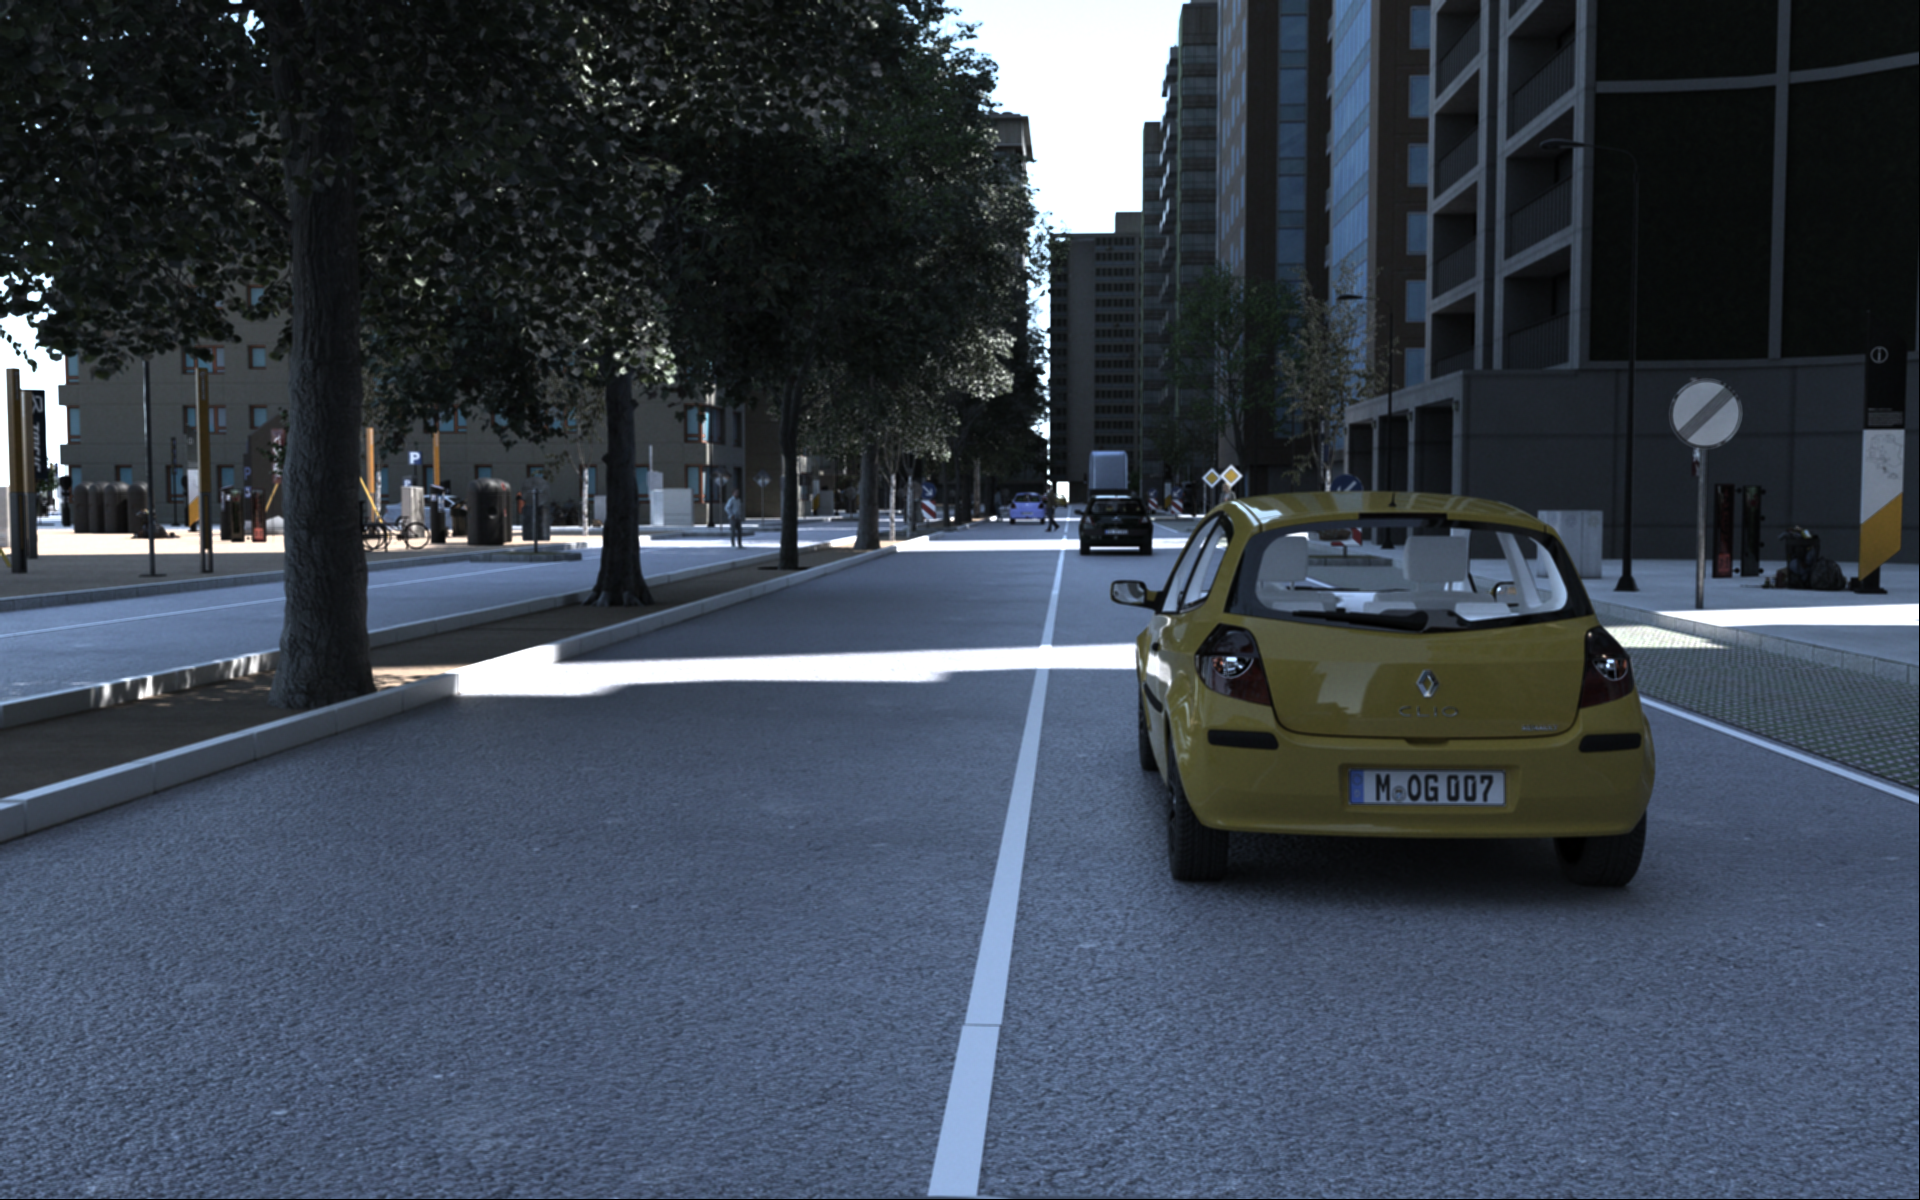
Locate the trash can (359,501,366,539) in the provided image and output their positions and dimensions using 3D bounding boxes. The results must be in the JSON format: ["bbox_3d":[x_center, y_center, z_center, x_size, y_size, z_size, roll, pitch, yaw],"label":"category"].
[{"bbox_3d":[-13.077,-1.551,37.009,0.748,1.137,0.748,0,3,0],"label":"trash can"}]

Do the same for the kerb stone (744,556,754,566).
[{"bbox_3d":[-4.310,-0.751,34.546,0.120,0.150,1.000,0,4,4],"label":"kerb stone"}]

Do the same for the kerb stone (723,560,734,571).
[{"bbox_3d":[-4.442,-0.627,32.493,0.120,0.150,1.000,0,4,4],"label":"kerb stone"}]

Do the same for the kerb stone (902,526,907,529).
[{"bbox_3d":[-2.091,-2.851,68.814,0.120,0.150,1.000,0,4,4],"label":"kerb stone"}]

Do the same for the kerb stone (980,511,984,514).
[{"bbox_3d":[1.764,-6.484,128.208,0.120,0.150,1.000,0,4,4],"label":"kerb stone"}]

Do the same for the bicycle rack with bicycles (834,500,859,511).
[{"bbox_3d":[-8.217,-7.248,131.882,2.852,0.926,2.925,3,4,38],"label":"bicycle rack with bicycles"}]

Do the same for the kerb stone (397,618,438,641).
[{"bbox_3d":[-5.440,0.308,17.157,0.120,0.150,1.000,0,4,4],"label":"kerb stone"}]

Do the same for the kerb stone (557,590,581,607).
[{"bbox_3d":[-5.107,0.005,22.258,0.120,0.150,1.000,0,4,4],"label":"kerb stone"}]

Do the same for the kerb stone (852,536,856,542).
[{"bbox_3d":[-3.250,-1.750,50.890,0.120,0.150,1.000,0,4,4],"label":"kerb stone"}]

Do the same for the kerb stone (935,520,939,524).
[{"bbox_3d":[-1.229,-3.666,82.129,0.120,0.150,1.000,0,4,4],"label":"kerb stone"}]

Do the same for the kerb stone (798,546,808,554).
[{"bbox_3d":[-3.849,-1.190,41.694,0.120,0.150,1.000,0,4,4],"label":"kerb stone"}]

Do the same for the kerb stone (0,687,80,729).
[{"bbox_3d":[-5.840,0.683,11.021,0.120,0.150,1.000,0,4,4],"label":"kerb stone"}]

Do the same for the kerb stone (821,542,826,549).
[{"bbox_3d":[-3.649,-1.378,44.753,0.120,0.150,1.000,0,4,4],"label":"kerb stone"}]

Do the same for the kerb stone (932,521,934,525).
[{"bbox_3d":[-1.420,-3.477,79.051,0.120,0.150,1.000,0,4,4],"label":"kerb stone"}]

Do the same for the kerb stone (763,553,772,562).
[{"bbox_3d":[-4.174,-0.880,36.585,0.120,0.150,1.000,0,4,4],"label":"kerb stone"}]

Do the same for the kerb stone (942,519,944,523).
[{"bbox_3d":[-1.027,-3.854,85.211,0.120,0.150,1.000,0,4,4],"label":"kerb stone"}]

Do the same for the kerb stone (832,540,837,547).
[{"bbox_3d":[-3.524,-1.503,46.797,0.120,0.150,1.000,0,4,4],"label":"kerb stone"}]

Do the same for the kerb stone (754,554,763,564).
[{"bbox_3d":[-4.241,-0.815,35.565,0.120,0.150,1.000,0,4,4],"label":"kerb stone"}]

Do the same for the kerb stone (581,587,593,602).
[{"bbox_3d":[-5.041,-0.063,23.290,0.120,0.150,1.000,0,4,4],"label":"kerb stone"}]

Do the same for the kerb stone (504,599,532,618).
[{"bbox_3d":[-5.246,0.125,20.217,0.120,0.150,1.000,0,4,4],"label":"kerb stone"}]

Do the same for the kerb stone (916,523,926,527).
[{"bbox_3d":[-1.688,-3.227,74.962,0.120,0.150,1.000,0,4,4],"label":"kerb stone"}]

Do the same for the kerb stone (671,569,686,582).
[{"bbox_3d":[-4.705,-0.374,28.397,0.120,0.150,1.000,0,4,4],"label":"kerb stone"}]

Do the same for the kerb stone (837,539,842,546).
[{"bbox_3d":[-3.448,-1.567,47.819,0.120,0.150,1.000,0,4,4],"label":"kerb stone"}]

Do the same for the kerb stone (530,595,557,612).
[{"bbox_3d":[-5.177,0.059,21.238,0.120,0.150,1.000,0,4,4],"label":"kerb stone"}]

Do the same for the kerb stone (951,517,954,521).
[{"bbox_3d":[-0.362,-4.476,95.480,0.120,0.150,1.000,0,4,4],"label":"kerb stone"}]

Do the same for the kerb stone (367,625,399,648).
[{"bbox_3d":[-5.506,0.374,16.138,0.120,0.150,1.000,0,4,4],"label":"kerb stone"}]

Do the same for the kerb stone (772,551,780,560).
[{"bbox_3d":[-4.109,-0.941,37.605,0.120,0.150,1.000,0,4,4],"label":"kerb stone"}]

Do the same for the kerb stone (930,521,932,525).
[{"bbox_3d":[-1.490,-3.415,78.025,0.120,0.150,1.000,0,4,4],"label":"kerb stone"}]

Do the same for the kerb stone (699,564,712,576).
[{"bbox_3d":[-4.578,-0.505,30.450,0.120,0.150,1.000,0,4,4],"label":"kerb stone"}]

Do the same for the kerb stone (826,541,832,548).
[{"bbox_3d":[-3.585,-1.441,45.776,0.120,0.150,1.000,0,4,4],"label":"kerb stone"}]

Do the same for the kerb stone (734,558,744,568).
[{"bbox_3d":[-4.379,-0.689,33.513,0.120,0.150,1.000,0,4,4],"label":"kerb stone"}]

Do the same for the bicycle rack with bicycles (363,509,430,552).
[{"bbox_3d":[-13.804,-1.585,39.301,2.925,0.926,2.852,0,4,-2],"label":"bicycle rack with bicycles"}]

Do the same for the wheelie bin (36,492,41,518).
[{"bbox_3d":[-51.617,-5.422,96.551,0.980,1.594,0.693,0,4,-3],"label":"wheelie bin"}]

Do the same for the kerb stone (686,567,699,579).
[{"bbox_3d":[-4.645,-0.442,29.419,0.120,0.150,1.000,0,4,4],"label":"kerb stone"}]

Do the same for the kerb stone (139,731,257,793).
[{"bbox_3d":[-3.881,0.819,8.798,0.120,0.150,1.000,0,4,4],"label":"kerb stone"}]

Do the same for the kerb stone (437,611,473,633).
[{"bbox_3d":[-5.370,0.247,18.177,0.120,0.150,1.000,0,4,4],"label":"kerb stone"}]

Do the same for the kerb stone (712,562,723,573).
[{"bbox_3d":[-4.506,-0.567,31.473,0.120,0.150,1.000,0,4,4],"label":"kerb stone"}]

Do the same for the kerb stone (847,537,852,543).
[{"bbox_3d":[-3.316,-1.691,49.859,0.120,0.150,1.000,0,4,4],"label":"kerb stone"}]

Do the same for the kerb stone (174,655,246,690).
[{"bbox_3d":[-5.700,0.559,13.063,0.120,0.150,1.000,0,4,4],"label":"kerb stone"}]

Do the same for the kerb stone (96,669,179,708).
[{"bbox_3d":[-5.761,0.621,12.040,0.120,0.150,1.000,0,4,4],"label":"kerb stone"}]

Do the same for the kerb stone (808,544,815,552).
[{"bbox_3d":[-3.781,-1.250,42.714,0.120,0.150,1.000,0,4,4],"label":"kerb stone"}]

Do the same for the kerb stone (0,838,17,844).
[{"bbox_3d":[-4.010,0.954,6.755,0.120,0.150,1.000,0,4,4],"label":"kerb stone"}]

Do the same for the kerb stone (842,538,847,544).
[{"bbox_3d":[-3.382,-1.627,48.839,0.120,0.150,1.000,0,4,4],"label":"kerb stone"}]

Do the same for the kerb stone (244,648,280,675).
[{"bbox_3d":[-5.639,0.496,14.092,0.120,0.150,1.000,0,4,4],"label":"kerb stone"}]

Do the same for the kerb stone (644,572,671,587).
[{"bbox_3d":[-4.788,-0.317,27.378,0.120,0.150,1.000,0,4,4],"label":"kerb stone"}]

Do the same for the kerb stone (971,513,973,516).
[{"bbox_3d":[0.971,-5.731,115.927,0.120,0.150,1.000,0,4,4],"label":"kerb stone"}]

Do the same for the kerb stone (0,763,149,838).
[{"bbox_3d":[-3.944,0.882,7.774,0.120,0.150,1.000,0,4,4],"label":"kerb stone"}]

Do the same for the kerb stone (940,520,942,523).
[{"bbox_3d":[-1.090,-3.791,84.180,0.120,0.150,1.000,0,4,4],"label":"kerb stone"}]

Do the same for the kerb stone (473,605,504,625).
[{"bbox_3d":[-5.306,0.188,19.197,0.120,0.150,1.000,0,4,4],"label":"kerb stone"}]

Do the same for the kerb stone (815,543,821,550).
[{"bbox_3d":[-3.705,-1.317,43.733,0.120,0.150,1.000,0,4,4],"label":"kerb stone"}]
